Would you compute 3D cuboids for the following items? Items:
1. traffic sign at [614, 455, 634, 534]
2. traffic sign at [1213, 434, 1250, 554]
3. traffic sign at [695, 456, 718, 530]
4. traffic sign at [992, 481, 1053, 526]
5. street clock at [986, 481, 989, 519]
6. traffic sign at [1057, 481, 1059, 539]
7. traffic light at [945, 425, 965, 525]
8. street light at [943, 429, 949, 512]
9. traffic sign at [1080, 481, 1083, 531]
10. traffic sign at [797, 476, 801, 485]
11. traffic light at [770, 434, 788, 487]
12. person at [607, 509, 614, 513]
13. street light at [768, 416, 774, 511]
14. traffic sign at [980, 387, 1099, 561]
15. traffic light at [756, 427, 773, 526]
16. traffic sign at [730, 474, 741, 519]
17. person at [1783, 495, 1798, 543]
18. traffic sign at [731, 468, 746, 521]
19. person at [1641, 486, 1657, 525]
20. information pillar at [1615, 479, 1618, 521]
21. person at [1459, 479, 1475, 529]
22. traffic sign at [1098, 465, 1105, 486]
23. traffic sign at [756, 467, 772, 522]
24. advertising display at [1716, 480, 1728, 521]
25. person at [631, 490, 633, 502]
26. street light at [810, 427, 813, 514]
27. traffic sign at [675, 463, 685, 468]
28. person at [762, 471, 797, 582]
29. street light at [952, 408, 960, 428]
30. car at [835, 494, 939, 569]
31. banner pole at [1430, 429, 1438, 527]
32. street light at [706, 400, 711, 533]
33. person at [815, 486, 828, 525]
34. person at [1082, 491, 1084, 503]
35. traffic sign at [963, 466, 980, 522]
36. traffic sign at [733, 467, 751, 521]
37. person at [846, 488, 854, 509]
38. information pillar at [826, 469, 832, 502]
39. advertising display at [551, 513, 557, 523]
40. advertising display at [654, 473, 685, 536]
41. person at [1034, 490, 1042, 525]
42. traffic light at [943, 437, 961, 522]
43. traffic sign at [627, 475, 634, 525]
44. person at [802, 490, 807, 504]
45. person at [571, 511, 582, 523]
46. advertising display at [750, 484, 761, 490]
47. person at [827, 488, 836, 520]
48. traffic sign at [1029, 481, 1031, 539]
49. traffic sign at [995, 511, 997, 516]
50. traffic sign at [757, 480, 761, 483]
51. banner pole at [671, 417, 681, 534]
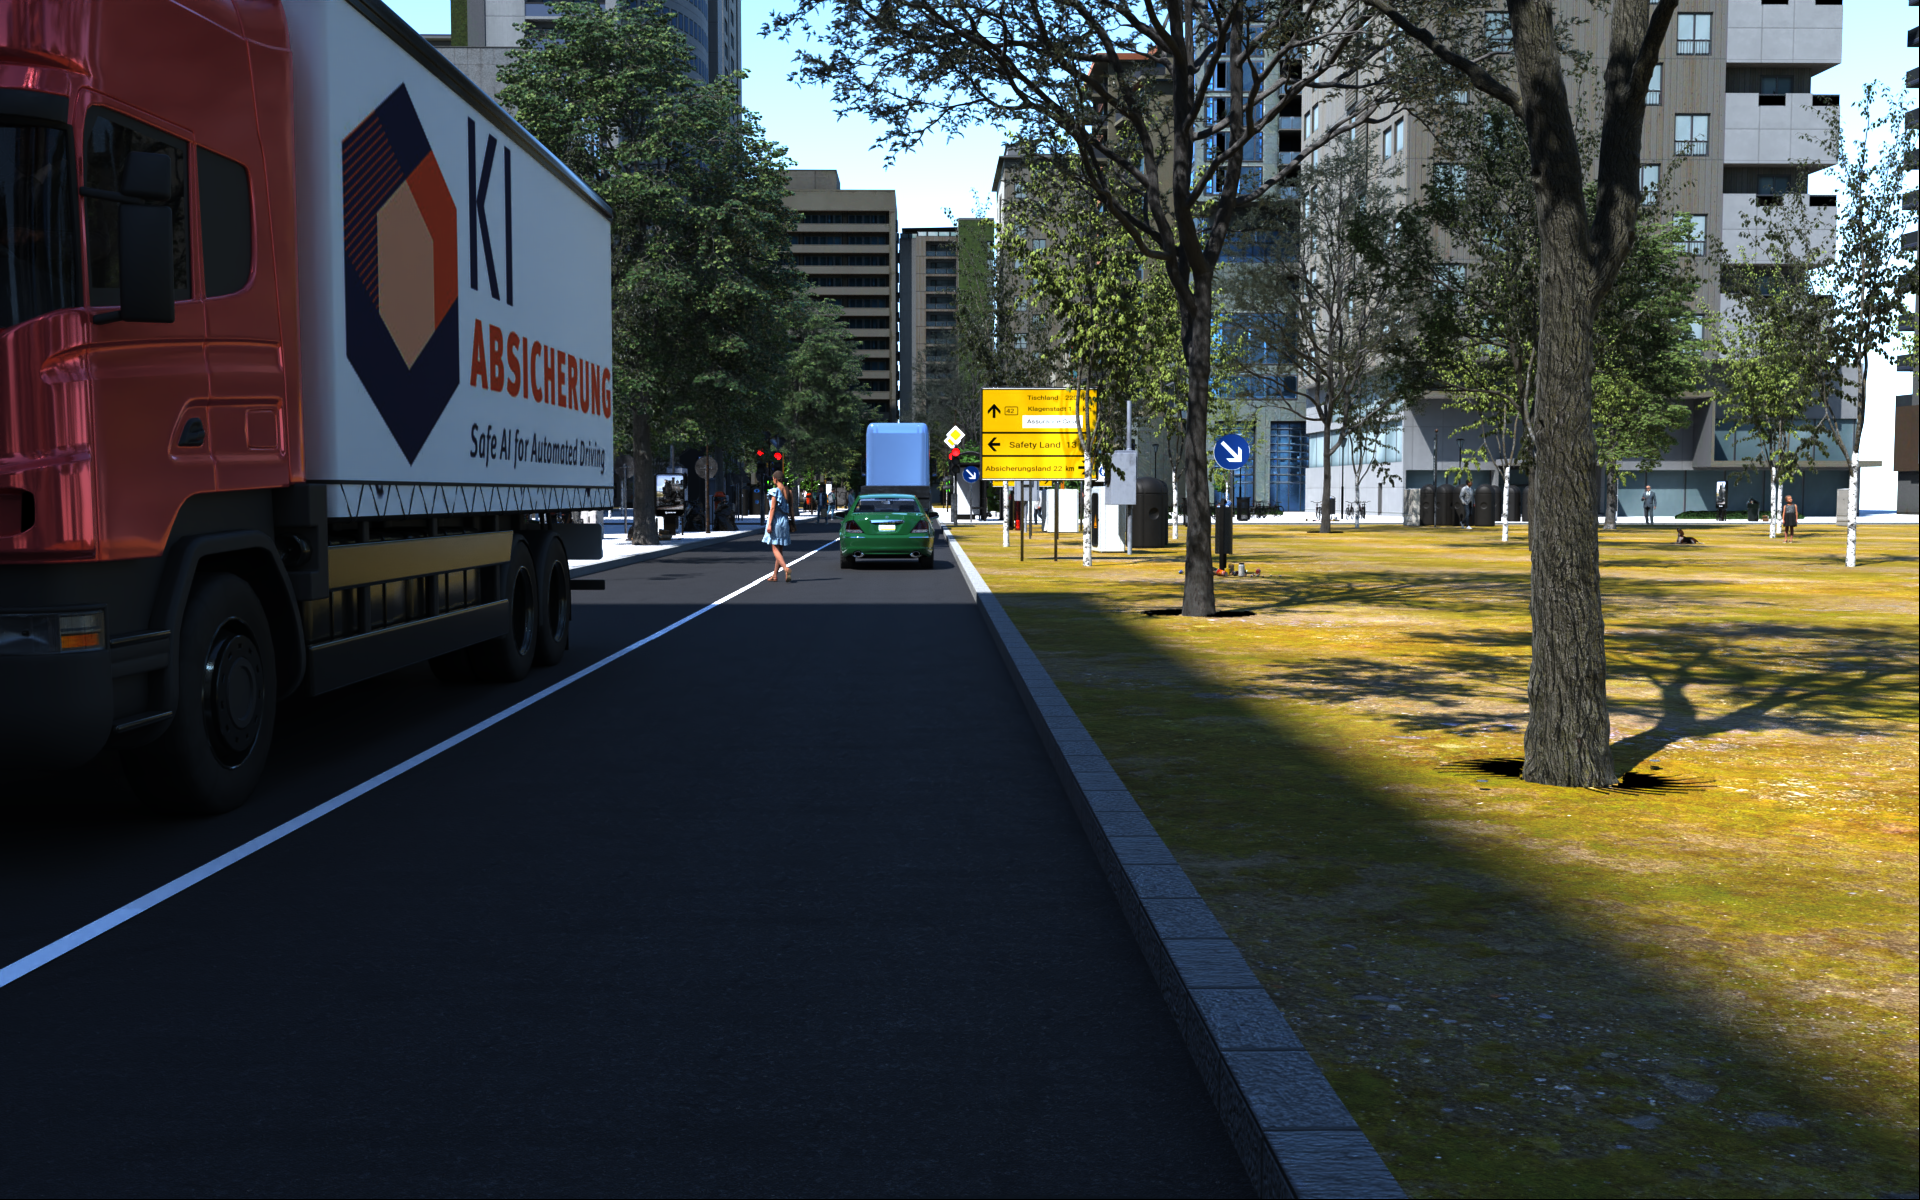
[{"bbox_3d":[-10.832,-3.422,56.052,0.768,2.556,0.104,0,4,7],"label":"traffic sign"},{"bbox_3d":[5.750,-2.240,36.724,0.768,2.556,0.104,0,4,4],"label":"traffic sign"},{"bbox_3d":[-8.483,-3.537,57.943,0.768,2.556,0.104,0,4,0],"label":"traffic sign"},{"bbox_3d":[2.292,-4.265,63.606,2.265,3.308,0.079,0,4,3],"label":"traffic sign"},{"bbox_3d":[1.286,-5.273,90.787,0.471,2.002,0.358,-3,5,-41],"label":"street clock"},{"bbox_3d":[2.766,-2.869,49.034,0.606,2.300,0.079,0,4,6],"label":"traffic sign"},{"bbox_3d":[-0.197,-5.005,70.756,0.839,4.253,0.868,0,4,-1],"label":"traffic light"},{"bbox_3d":[-0.886,-9.200,123.211,0.468,5.910,1.993,0,4,-1],"label":"street light"},{"bbox_3d":[4.248,-3.700,60.597,0.768,2.556,0.104,0,4,3],"label":"traffic sign"},{"bbox_3d":[-11.055,-7.096,116.127,0.768,2.556,0.104,0,4,2],"label":"traffic sign"},{"bbox_3d":[-8.221,-5.483,78.563,0.839,4.253,0.868,0,4,-1],"label":"traffic light"},{"bbox_3d":[-23.829,-6.587,117.991,0.590,1.304,0.306,-3,5,-40],"label":"person"},{"bbox_3d":[-8.673,-6.484,78.797,0.468,5.910,1.993,0,4,-1],"label":"street light"},{"bbox_3d":[1.510,-2.392,32.987,2.265,3.308,0.079,0,4,-1],"label":"traffic sign"},{"bbox_3d":[-8.057,-4.994,70.579,0.839,4.253,0.868,0,4,-1],"label":"traffic light"},{"bbox_3d":[-11.609,-5.365,89.848,0.606,2.300,0.079,0,4,0],"label":"traffic sign"},{"bbox_3d":[21.948,-2.146,45.794,0.362,1.253,0.373,2,4,31],"label":"person"},{"bbox_3d":[-10.689,-5.101,83.506,0.768,2.556,0.104,1,4,8],"label":"traffic sign"},{"bbox_3d":[29.866,-4.066,75.162,0.661,1.801,0.590,3,4,36],"label":"person"},{"bbox_3d":[31.281,-4.799,82.953,0.304,2.012,0.304,-2,4,-26],"label":"information pillar"},{"bbox_3d":[18.594,-3.531,63.621,0.661,1.843,0.795,-2,4,-28],"label":"person"},{"bbox_3d":[4.933,-3.493,59.240,0.606,2.300,0.079,0,4,8],"label":"traffic sign"},{"bbox_3d":[-9.134,-4.927,80.666,0.768,2.556,0.104,0,4,2],"label":"traffic sign"},{"bbox_3d":[36.029,-4.691,81.916,0.123,1.923,0.974,0,4,-2],"label":"advertising display"},{"bbox_3d":[-22.454,-6.866,119.309,0.522,1.701,0.512,-3,5,-44],"label":"person"},{"bbox_3d":[-9.305,-8.313,108.703,0.468,5.910,1.993,0,4,-1],"label":"street light"},{"bbox_3d":[-11.618,-4.342,71.100,0.768,2.556,0.104,0,4,4],"label":"traffic sign"},{"bbox_3d":[-2.891,-1.196,28.145,0.616,1.811,0.778,-3,4,-36],"label":"person"},{"bbox_3d":[-0.234,-7.371,93.306,0.468,5.910,1.993,0,4,-1],"label":"street light"},{"bbox_3d":[-1.465,-1.404,34.747,2.131,1.459,4.920,0,4,-2],"label":"car"},{"bbox_3d":[18.362,-4.707,66.971,0.401,3.779,0.863,0,4,6],"label":"banner pole"},{"bbox_3d":[-8.212,-5.108,56.307,0.468,5.910,1.993,0,4,-1],"label":"street light"},{"bbox_3d":[-6.420,-4.426,80.843,0.794,1.824,0.713,3,5,42],"label":"person"},{"bbox_3d":[11.306,-9.309,159.715,0.415,1.643,0.593,-1,4,-19],"label":"person"},{"bbox_3d":[0.505,-4.781,78.279,0.768,2.556,0.104,0,4,6],"label":"traffic sign"},{"bbox_3d":[-10.467,-5.085,83.138,0.884,2.594,0.081,0,4,3],"label":"traffic sign"},{"bbox_3d":[-5.229,-4.511,83.256,0.522,1.701,0.512,1,4,12],"label":"person"},{"bbox_3d":[-10.899,-9.345,144.153,0.504,3.616,0.183,0,4,-2],"label":"information pillar"},{"bbox_3d":[-16.758,-4.037,71.220,0.974,1.923,0.123,0,4,-5],"label":"advertising display"},{"bbox_3d":[-8.974,-2.952,53.483,0.974,1.923,0.123,-2,4,-32],"label":"advertising display"},{"bbox_3d":[3.351,-3.946,72.857,0.795,1.843,0.661,-1,4,-19],"label":"person"},{"bbox_3d":[-0.362,-5.494,78.740,0.839,4.253,0.868,0,4,-1],"label":"traffic light"},{"bbox_3d":[-13.359,-4.335,70.980,0.768,2.556,0.104,0,4,2],"label":"traffic sign"},{"bbox_3d":[-12.661,-8.306,141.940,0.679,1.850,0.850,0,4,8],"label":"person"},{"bbox_3d":[-10.722,-2.588,48.159,0.447,1.846,0.655,-2,4,-30],"label":"person"},{"bbox_3d":[-13.337,-6.654,114.003,0.974,1.923,0.123,-1,4,-19],"label":"advertising display"},{"bbox_3d":[-7.082,-5.304,95.570,0.623,1.781,0.721,2,4,30],"label":"person"},{"bbox_3d":[2.006,-3.028,49.505,0.884,2.594,0.081,0,4,7],"label":"traffic sign"},{"bbox_3d":[2.063,-6.048,98.993,0.768,2.556,0.104,0,4,3],"label":"traffic sign"},{"bbox_3d":[-9.780,-5.273,86.316,0.768,2.556,0.104,0,4,5],"label":"traffic sign"},{"bbox_3d":[-9.200,-4.010,55.574,0.401,3.779,0.863,-1,4,-11],"label":"banner pole"}]
